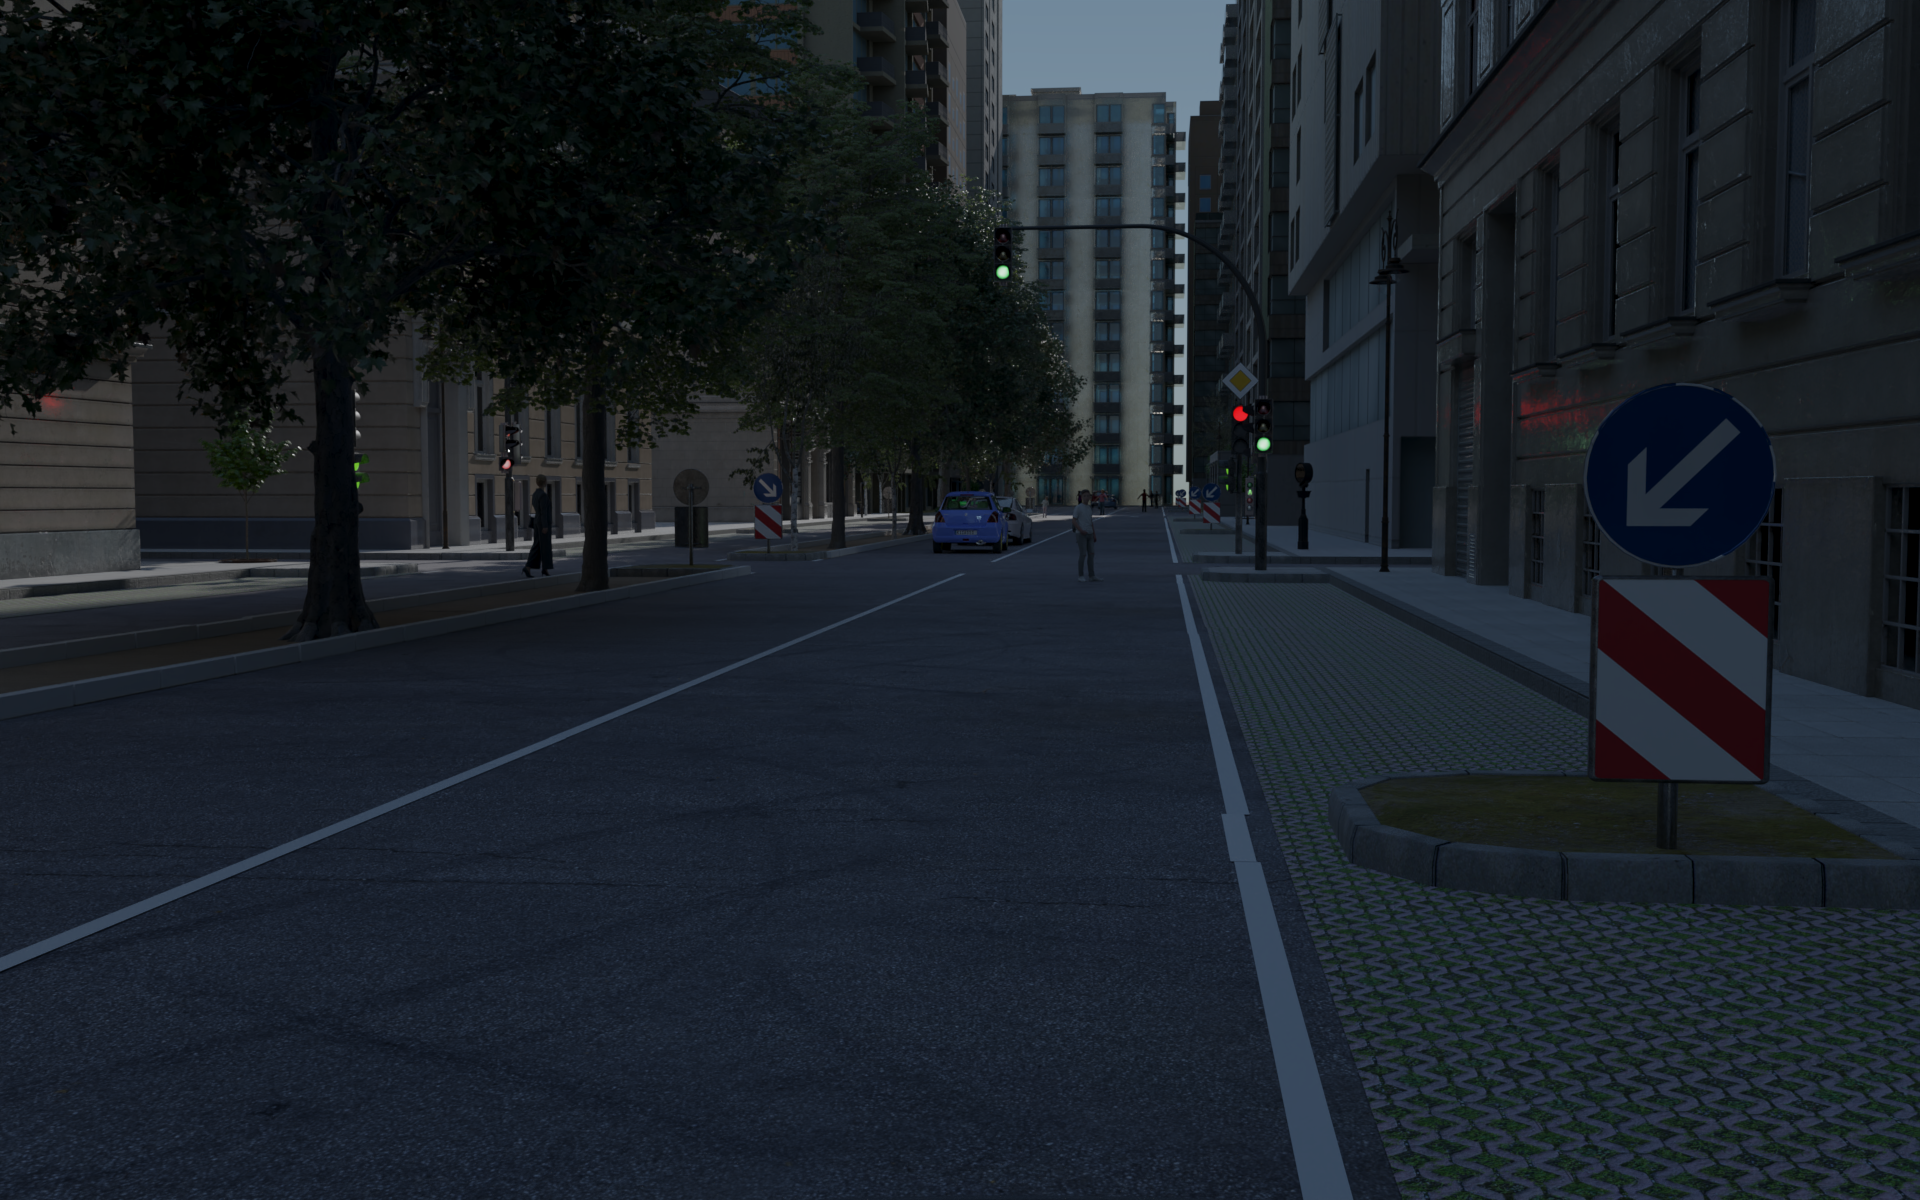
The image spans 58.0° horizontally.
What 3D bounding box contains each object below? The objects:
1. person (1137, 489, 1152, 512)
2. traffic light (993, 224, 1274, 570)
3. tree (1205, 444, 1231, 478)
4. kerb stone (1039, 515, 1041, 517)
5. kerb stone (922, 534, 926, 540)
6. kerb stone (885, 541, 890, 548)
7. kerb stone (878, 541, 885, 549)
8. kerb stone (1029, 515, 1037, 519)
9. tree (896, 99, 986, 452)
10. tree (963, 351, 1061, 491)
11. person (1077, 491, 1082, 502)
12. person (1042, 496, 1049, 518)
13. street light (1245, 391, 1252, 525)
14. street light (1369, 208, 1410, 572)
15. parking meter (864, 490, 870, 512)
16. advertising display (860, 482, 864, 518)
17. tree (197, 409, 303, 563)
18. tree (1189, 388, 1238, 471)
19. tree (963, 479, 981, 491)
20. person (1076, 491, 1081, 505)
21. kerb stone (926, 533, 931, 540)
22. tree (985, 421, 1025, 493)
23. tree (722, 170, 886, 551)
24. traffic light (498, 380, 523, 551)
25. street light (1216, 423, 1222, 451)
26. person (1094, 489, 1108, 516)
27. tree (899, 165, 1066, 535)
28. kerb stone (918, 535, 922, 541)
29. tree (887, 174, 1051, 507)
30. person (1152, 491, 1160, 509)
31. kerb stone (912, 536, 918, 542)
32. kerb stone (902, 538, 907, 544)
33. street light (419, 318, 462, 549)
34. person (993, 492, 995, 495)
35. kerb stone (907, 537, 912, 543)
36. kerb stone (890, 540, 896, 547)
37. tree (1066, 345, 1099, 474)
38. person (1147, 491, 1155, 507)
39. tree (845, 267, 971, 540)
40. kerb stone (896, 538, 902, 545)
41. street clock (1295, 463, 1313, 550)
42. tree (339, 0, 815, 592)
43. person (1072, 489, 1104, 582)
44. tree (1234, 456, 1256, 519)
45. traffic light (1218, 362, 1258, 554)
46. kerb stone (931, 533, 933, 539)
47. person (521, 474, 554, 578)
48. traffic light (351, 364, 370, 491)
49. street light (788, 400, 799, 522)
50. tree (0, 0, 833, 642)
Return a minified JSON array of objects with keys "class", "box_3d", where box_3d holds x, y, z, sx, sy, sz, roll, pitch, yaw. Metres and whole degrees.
[{"class":"person","box_3d":[14.538,-7.828,136.447,1.348,1.831,0.705,2,4,29]},{"class":"traffic light","box_3d":[2.954,-3.334,29.179,4.771,5.953,1.251,0,4,7]},{"class":"tree","box_3d":[17.788,-7.975,114.101,4.285,4.588,4.351,0,3,0]},{"class":"kerb stone","box_3d":[4.625,-5.023,104.405,0.120,0.150,1.000,0,4,7]},{"class":"kerb stone","box_3d":[-1.239,-1.913,53.471,0.120,0.150,1.000,0,4,7]},{"class":"kerb stone","box_3d":[-2.068,-1.476,46.321,0.120,0.150,1.000,0,4,7]},{"class":"kerb stone","box_3d":[-2.171,-1.413,45.304,0.120,0.150,1.000,0,4,7]},{"class":"kerb stone","box_3d":[4.267,-4.842,101.358,0.120,0.150,1.000,0,4,7]},{"class":"tree","box_3d":[-3.245,-7.629,45.320,7.486,12.596,7.792,0,3,0]},{"class":"tree","box_3d":[0.506,-8.723,79.495,8.767,10.594,7.601,0,4,7]},{"class":"person","box_3d":[10.903,-9.075,157.611,0.721,1.736,1.217,1,4,21]},{"class":"person","box_3d":[5.119,-5.604,104.410,0.425,1.301,0.394,-1,4,-17]},{"class":"street light","box_3d":[12.090,-6.106,72.624,0.468,5.910,1.993,0,4,7]},{"class":"street light","box_3d":[6.998,-3.400,28.376,0.468,5.910,1.993,0,4,7]},{"class":"parking meter","box_3d":[-6.045,-6.389,112.876,0.372,1.533,0.369,0,3,0]},{"class":"advertising display","box_3d":[-5.321,-5.427,93.941,0.123,1.923,0.974,0,4,-7]},{"class":"tree","box_3d":[-13.525,-2.320,32.529,1.663,3.219,1.824,0,3,0]},{"class":"tree","box_3d":[17.980,-10.307,118.877,4.360,8.622,3.978,0,3,0]},{"class":"tree","box_3d":[1.322,-10.219,161.676,1.663,3.219,1.824,0,3,0]},{"class":"person","box_3d":[10.449,-8.653,150.662,0.721,1.739,1.217,-2,4,-32]},{"class":"kerb stone","box_3d":[-1.115,-1.975,54.486,0.120,0.150,1.000,0,4,7]},{"class":"tree","box_3d":[1.602,-8.129,85.727,4.737,8.622,4.395,0,3,0]},{"class":"tree","box_3d":[-3.765,-5.298,39.448,4.360,8.622,3.978,0,3,0]},{"class":"traffic light","box_3d":[-8.015,-3.912,38.635,4.771,5.953,1.251,0,4,7]},{"class":"street light","box_3d":[16.520,-8.425,110.532,0.468,5.910,1.993,0,4,7]},{"class":"person","box_3d":[9.443,-6.513,115.702,0.721,1.743,1.217,-3,5,-42]},{"class":"tree","box_3d":[-1.521,-8.608,60.205,9.611,12.733,9.660,0,3,0]},{"class":"kerb stone","box_3d":[-1.355,-1.849,52.450,0.120,0.150,1.000,0,4,7]},{"class":"tree","box_3d":[-0.699,-9.837,69.952,9.857,13.997,8.962,0,3,0]},{"class":"person","box_3d":[19.369,-9.911,171.264,0.721,1.735,1.217,3,5,45]},{"class":"kerb stone","box_3d":[-1.465,-1.788,51.428,0.120,0.150,1.000,0,4,7]},{"class":"kerb stone","box_3d":[-1.702,-1.663,49.394,0.120,0.150,1.000,0,4,7]},{"class":"street light","box_3d":[-12.018,-4.130,40.307,0.468,5.910,1.993,0,4,7]},{"class":"person","box_3d":[2.776,-8.873,153.446,0.709,1.838,0.599,-2,4,-23]},{"class":"kerb stone","box_3d":[-1.588,-1.726,50.413,0.120,0.150,1.000,0,4,7]},{"class":"kerb stone","box_3d":[-1.941,-1.538,47.342,0.120,0.150,1.000,0,4,7]},{"class":"tree","box_3d":[2.586,-10.618,93.068,9.611,12.733,9.660,0,3,0]},{"class":"person","box_3d":[21.152,-11.188,191.440,0.705,1.821,1.348,-2,4,-29]},{"class":"tree","box_3d":[-1.986,-6.080,52.231,4.737,8.622,4.395,0,3,0]},{"class":"kerb stone","box_3d":[-1.822,-1.601,48.367,0.120,0.150,1.000,0,4,7]},{"class":"street clock","box_3d":[7.949,-2.171,40.074,0.358,2.002,0.471,-1,4,-19]},{"class":"tree","box_3d":[-5.409,-6.413,25.432,7.486,12.596,7.792,0,3,0]},{"class":"person","box_3d":[2.068,-1.054,28.322,0.523,1.515,0.503,1,4,16]},{"class":"tree","box_3d":[14.526,-5.772,88.981,1.663,3.219,1.824,0,3,0]},{"class":"traffic light","box_3d":[5.955,-2.942,37.015,0.839,4.253,0.868,0,4,7]},{"class":"kerb stone","box_3d":[-0.996,-2.036,55.510,0.120,0.150,1.000,0,4,7]},{"class":"person","box_3d":[-7.207,-1.273,29.728,0.576,1.772,0.534,2,4,31]},{"class":"traffic light","box_3d":[-11.015,-2.568,30.905,0.839,4.253,0.868,0,4,7]},{"class":"street light","box_3d":[-7.627,-6.464,78.467,0.468,5.910,1.993,0,4,7]},{"class":"tree","box_3d":[-6.132,-5.954,16.821,9.611,12.733,9.660,0,3,0]}]
